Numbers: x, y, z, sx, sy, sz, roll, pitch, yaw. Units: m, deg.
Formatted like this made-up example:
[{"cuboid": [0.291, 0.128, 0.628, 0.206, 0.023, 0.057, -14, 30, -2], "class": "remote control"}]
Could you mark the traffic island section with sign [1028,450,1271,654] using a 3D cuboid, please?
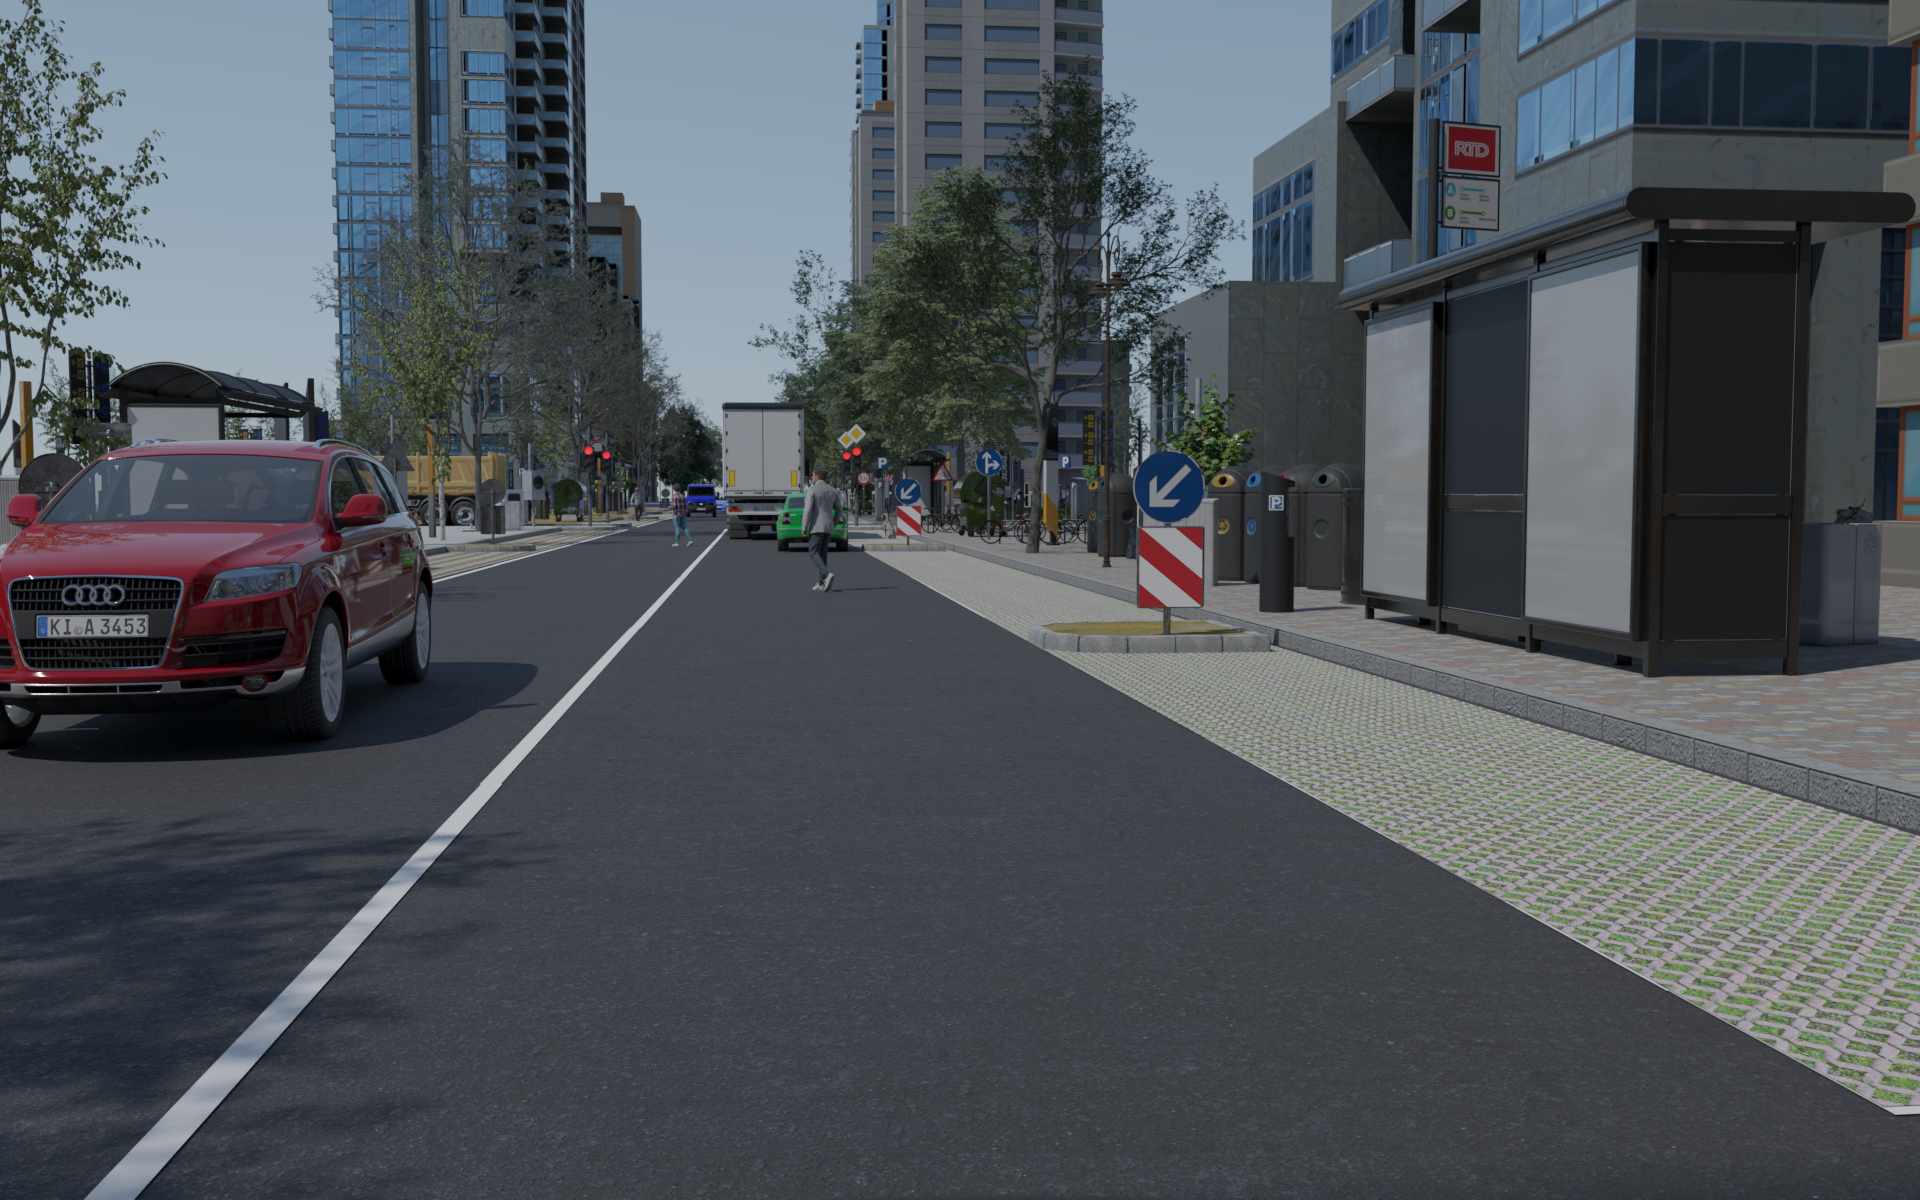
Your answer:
[{"cuboid": [1.699, -0.476, 16.417, 1.989, 1.847, 2.006, 0, 4, -7], "class": "traffic island section with sign"}]

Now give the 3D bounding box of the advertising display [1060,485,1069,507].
[{"cuboid": [7.210, -6.983, 119.393, 0.123, 1.923, 0.974, 3, 4, 37], "class": "advertising display"}]

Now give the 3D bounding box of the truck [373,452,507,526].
[{"cuboid": [-23.906, -4.626, 71.562, 9.791, 3.379, 3.469, 0, 4, -5], "class": "truck"}]

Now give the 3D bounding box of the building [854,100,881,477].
[{"cuboid": [-5.591, -44.325, 266.713, 21.231, 58.520, 28.212, 0, 4, -7], "class": "building"}]

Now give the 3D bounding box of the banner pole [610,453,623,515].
[{"cuboid": [-22.610, -7.575, 113.862, 0.863, 3.779, 0.401, -2, 4, -26], "class": "banner pole"}]

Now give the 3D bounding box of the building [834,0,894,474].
[{"cuboid": [-9.883, -60.128, 295.769, 22.319, 86.520, 31.000, 0, 4, -7], "class": "building"}]

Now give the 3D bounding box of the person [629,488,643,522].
[{"cuboid": [-16.815, -4.941, 89.771, 0.515, 1.767, 0.782, 3, 5, 42], "class": "person"}]

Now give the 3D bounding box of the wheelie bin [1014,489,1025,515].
[{"cuboid": [3.639, -6.044, 106.730, 0.693, 1.594, 0.980, -1, 4, -17], "class": "wheelie bin"}]

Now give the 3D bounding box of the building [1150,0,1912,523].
[{"cuboid": [19.756, -44.869, 46.286, 22.319, 86.520, 31.000, 0, 4, -7], "class": "building"}]

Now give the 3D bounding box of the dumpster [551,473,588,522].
[{"cuboid": [-18.051, -4.739, 79.969, 1.502, 2.255, 1.985, 0, 4, -6], "class": "dumpster"}]

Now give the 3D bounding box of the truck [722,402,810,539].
[{"cuboid": [-6.499, -4.257, 58.520, 2.839, 4.237, 11.283, 0, 4, -5], "class": "truck"}]

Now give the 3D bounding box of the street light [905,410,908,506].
[{"cuboid": [-2.140, -5.899, 69.228, 0.468, 5.910, 1.993, 0, 4, -7], "class": "street light"}]

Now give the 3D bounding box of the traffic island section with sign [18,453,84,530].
[{"cuboid": [-8.541, -0.451, 16.000, 1.989, 1.847, 2.006, 0, 4, -7], "class": "traffic island section with sign"}]

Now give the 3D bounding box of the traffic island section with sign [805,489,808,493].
[{"cuboid": [-11.105, -7.220, 126.668, 1.989, 1.847, 2.006, 0, 4, -7], "class": "traffic island section with sign"}]

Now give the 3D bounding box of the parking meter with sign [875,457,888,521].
[{"cuboid": [-3.806, -5.294, 82.820, 0.543, 3.016, 1.738, -1, 4, -9], "class": "parking meter with sign"}]

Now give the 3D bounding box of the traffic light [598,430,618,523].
[{"cuboid": [-15.474, -5.331, 76.075, 0.839, 4.253, 0.868, 0, 4, -7], "class": "traffic light"}]

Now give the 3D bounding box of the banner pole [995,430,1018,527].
[{"cuboid": [1.865, -4.728, 67.316, 0.863, 3.779, 0.401, -2, 4, -27], "class": "banner pole"}]

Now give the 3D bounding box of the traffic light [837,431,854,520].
[{"cuboid": [-5.084, -5.405, 77.292, 0.839, 4.253, 0.868, 0, 4, -7], "class": "traffic light"}]

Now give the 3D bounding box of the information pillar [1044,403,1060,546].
[{"cuboid": [2.271, -3.162, 43.052, 0.183, 3.616, 0.504, 3, 5, 42], "class": "information pillar"}]

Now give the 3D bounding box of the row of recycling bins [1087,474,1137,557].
[{"cuboid": [3.298, -1.815, 36.786, 1.069, 1.692, 3.534, 0, 4, 0], "class": "row of recycling bins"}]

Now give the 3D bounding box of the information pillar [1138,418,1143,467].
[{"cuboid": [5.578, -3.811, 53.661, 0.183, 3.616, 0.504, 1, 4, 14], "class": "information pillar"}]

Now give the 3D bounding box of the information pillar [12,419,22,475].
[{"cuboid": [-29.501, -3.857, 54.409, 0.183, 3.616, 0.504, 1, 4, 22], "class": "information pillar"}]

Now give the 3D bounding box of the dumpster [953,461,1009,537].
[{"cuboid": [0.640, -3.044, 52.265, 1.502, 2.255, 1.985, 0, 4, -6], "class": "dumpster"}]

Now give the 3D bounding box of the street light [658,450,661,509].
[{"cuboid": [-26.518, -11.028, 153.094, 0.468, 5.910, 1.993, 0, 4, -7], "class": "street light"}]

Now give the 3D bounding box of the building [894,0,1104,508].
[{"cuboid": [3.794, -38.894, 177.917, 21.231, 58.520, 28.212, 0, 4, -7], "class": "building"}]

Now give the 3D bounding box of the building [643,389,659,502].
[{"cuboid": [-63.977, -26.717, 281.860, 27.650, 21.520, 28.899, 0, 4, -7], "class": "building"}]

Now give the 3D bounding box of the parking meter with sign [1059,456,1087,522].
[{"cuboid": [5.516, -5.115, 79.892, 1.738, 3.016, 0.543, -3, 4, -37], "class": "parking meter with sign"}]

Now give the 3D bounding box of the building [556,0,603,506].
[{"cuboid": [-49.290, -45.912, 188.906, 20.563, 71.187, 20.611, 0, 4, -7], "class": "building"}]

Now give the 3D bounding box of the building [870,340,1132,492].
[{"cuboid": [3.953, -22.185, 207.757, 27.650, 21.520, 28.899, 0, 4, -7], "class": "building"}]

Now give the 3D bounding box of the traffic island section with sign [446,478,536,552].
[{"cuboid": [-11.719, -2.129, 43.431, 1.989, 1.847, 2.006, 0, 4, -7], "class": "traffic island section with sign"}]

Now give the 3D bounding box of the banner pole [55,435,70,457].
[{"cuboid": [-33.534, -4.577, 64.859, 0.401, 3.779, 0.863, 1, 4, 15], "class": "banner pole"}]

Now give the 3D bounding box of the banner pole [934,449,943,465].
[{"cuboid": [-1.043, -6.576, 97.527, 0.401, 3.779, 0.863, -1, 4, -13], "class": "banner pole"}]

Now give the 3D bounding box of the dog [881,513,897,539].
[{"cuboid": [-2.268, -2.322, 54.803, 0.513, 0.831, 0.800, 0, 4, 2], "class": "dog"}]

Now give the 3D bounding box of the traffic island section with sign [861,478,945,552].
[{"cuboid": [-1.474, -2.147, 43.735, 1.989, 1.847, 2.006, 0, 4, -7], "class": "traffic island section with sign"}]

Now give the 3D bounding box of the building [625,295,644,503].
[{"cuboid": [-52.767, -29.043, 246.556, 14.160, 30.474, 14.107, 0, 4, -7], "class": "building"}]

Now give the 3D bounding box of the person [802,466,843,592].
[{"cuboid": [-1.999, -1.052, 25.539, 0.661, 1.843, 0.795, -3, 4, -39], "class": "person"}]

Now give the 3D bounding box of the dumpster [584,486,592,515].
[{"cuboid": [-22.874, -6.027, 104.296, 1.264, 1.857, 1.865, 0, 4, -7], "class": "dumpster"}]

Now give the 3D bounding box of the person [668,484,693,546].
[{"cuboid": [-7.679, -2.333, 47.484, 0.643, 1.720, 0.563, 3, 4, 37], "class": "person"}]

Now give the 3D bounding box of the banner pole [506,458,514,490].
[{"cuboid": [-31.408, -7.993, 120.703, 0.401, 3.779, 0.863, 3, 4, 36], "class": "banner pole"}]

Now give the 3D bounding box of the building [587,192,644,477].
[{"cuboid": [-55.100, -37.306, 260.055, 14.600, 45.320, 14.200, 0, 4, -7], "class": "building"}]

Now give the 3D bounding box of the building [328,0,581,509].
[{"cuboid": [-46.981, -51.966, 162.314, 22.319, 86.520, 31.000, 0, 4, -7], "class": "building"}]

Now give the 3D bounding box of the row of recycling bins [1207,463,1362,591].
[{"cuboid": [4.643, -1.070, 24.615, 1.069, 1.692, 3.534, -1, 4, -22], "class": "row of recycling bins"}]

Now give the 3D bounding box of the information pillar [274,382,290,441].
[{"cuboid": [-14.272, -2.762, 36.521, 0.504, 3.616, 0.183, 3, 5, 39], "class": "information pillar"}]

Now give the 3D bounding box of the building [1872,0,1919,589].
[{"cuboid": [28.284, -10.158, 11.124, 27.650, 21.520, 28.899, 0, 4, -7], "class": "building"}]

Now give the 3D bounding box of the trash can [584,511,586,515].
[{"cuboid": [-23.014, -5.763, 105.876, 0.748, 1.137, 0.748, 0, 3, 0], "class": "trash can"}]

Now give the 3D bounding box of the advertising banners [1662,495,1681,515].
[{"cuboid": [7.544, -1.378, 18.712, 0.090, 3.025, 2.074, 0, 4, -3], "class": "advertising banners"}]

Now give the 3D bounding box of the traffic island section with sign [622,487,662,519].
[{"cuboid": [-18.084, -5.477, 98.183, 1.989, 1.847, 2.006, 0, 4, -7], "class": "traffic island section with sign"}]

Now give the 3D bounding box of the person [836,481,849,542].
[{"cuboid": [-3.659, -2.635, 51.691, 0.679, 1.850, 0.850, -3, 5, -44], "class": "person"}]

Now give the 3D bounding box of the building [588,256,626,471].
[{"cuboid": [-48.260, -26.667, 207.711, 14.160, 30.474, 14.107, 0, 4, -7], "class": "building"}]

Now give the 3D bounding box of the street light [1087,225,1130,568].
[{"cuboid": [2.567, -3.506, 30.111, 0.468, 5.910, 1.993, 0, 4, -7], "class": "street light"}]

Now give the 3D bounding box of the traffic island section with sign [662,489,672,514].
[{"cuboid": [-21.212, -7.131, 125.216, 1.989, 1.847, 2.006, 0, 4, -7], "class": "traffic island section with sign"}]

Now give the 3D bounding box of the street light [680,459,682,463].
[{"cuboid": [-31.065, -13.456, 192.788, 0.468, 5.910, 1.993, 0, 4, -7], "class": "street light"}]

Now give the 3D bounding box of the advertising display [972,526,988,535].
[{"cuboid": [0.664, -3.031, 54.769, 0.123, 1.923, 0.974, 2, 4, 35], "class": "advertising display"}]

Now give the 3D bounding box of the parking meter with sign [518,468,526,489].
[{"cuboid": [-29.032, -7.321, 115.967, 0.543, 3.016, 1.738, 0, 4, 5], "class": "parking meter with sign"}]

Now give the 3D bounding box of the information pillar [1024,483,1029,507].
[{"cuboid": [4.507, -6.866, 116.758, 0.304, 2.012, 0.304, 1, 4, 8], "class": "information pillar"}]

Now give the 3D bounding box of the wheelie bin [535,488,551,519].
[{"cuboid": [-21.134, -4.880, 87.697, 0.693, 1.594, 0.980, -3, 5, -44], "class": "wheelie bin"}]
